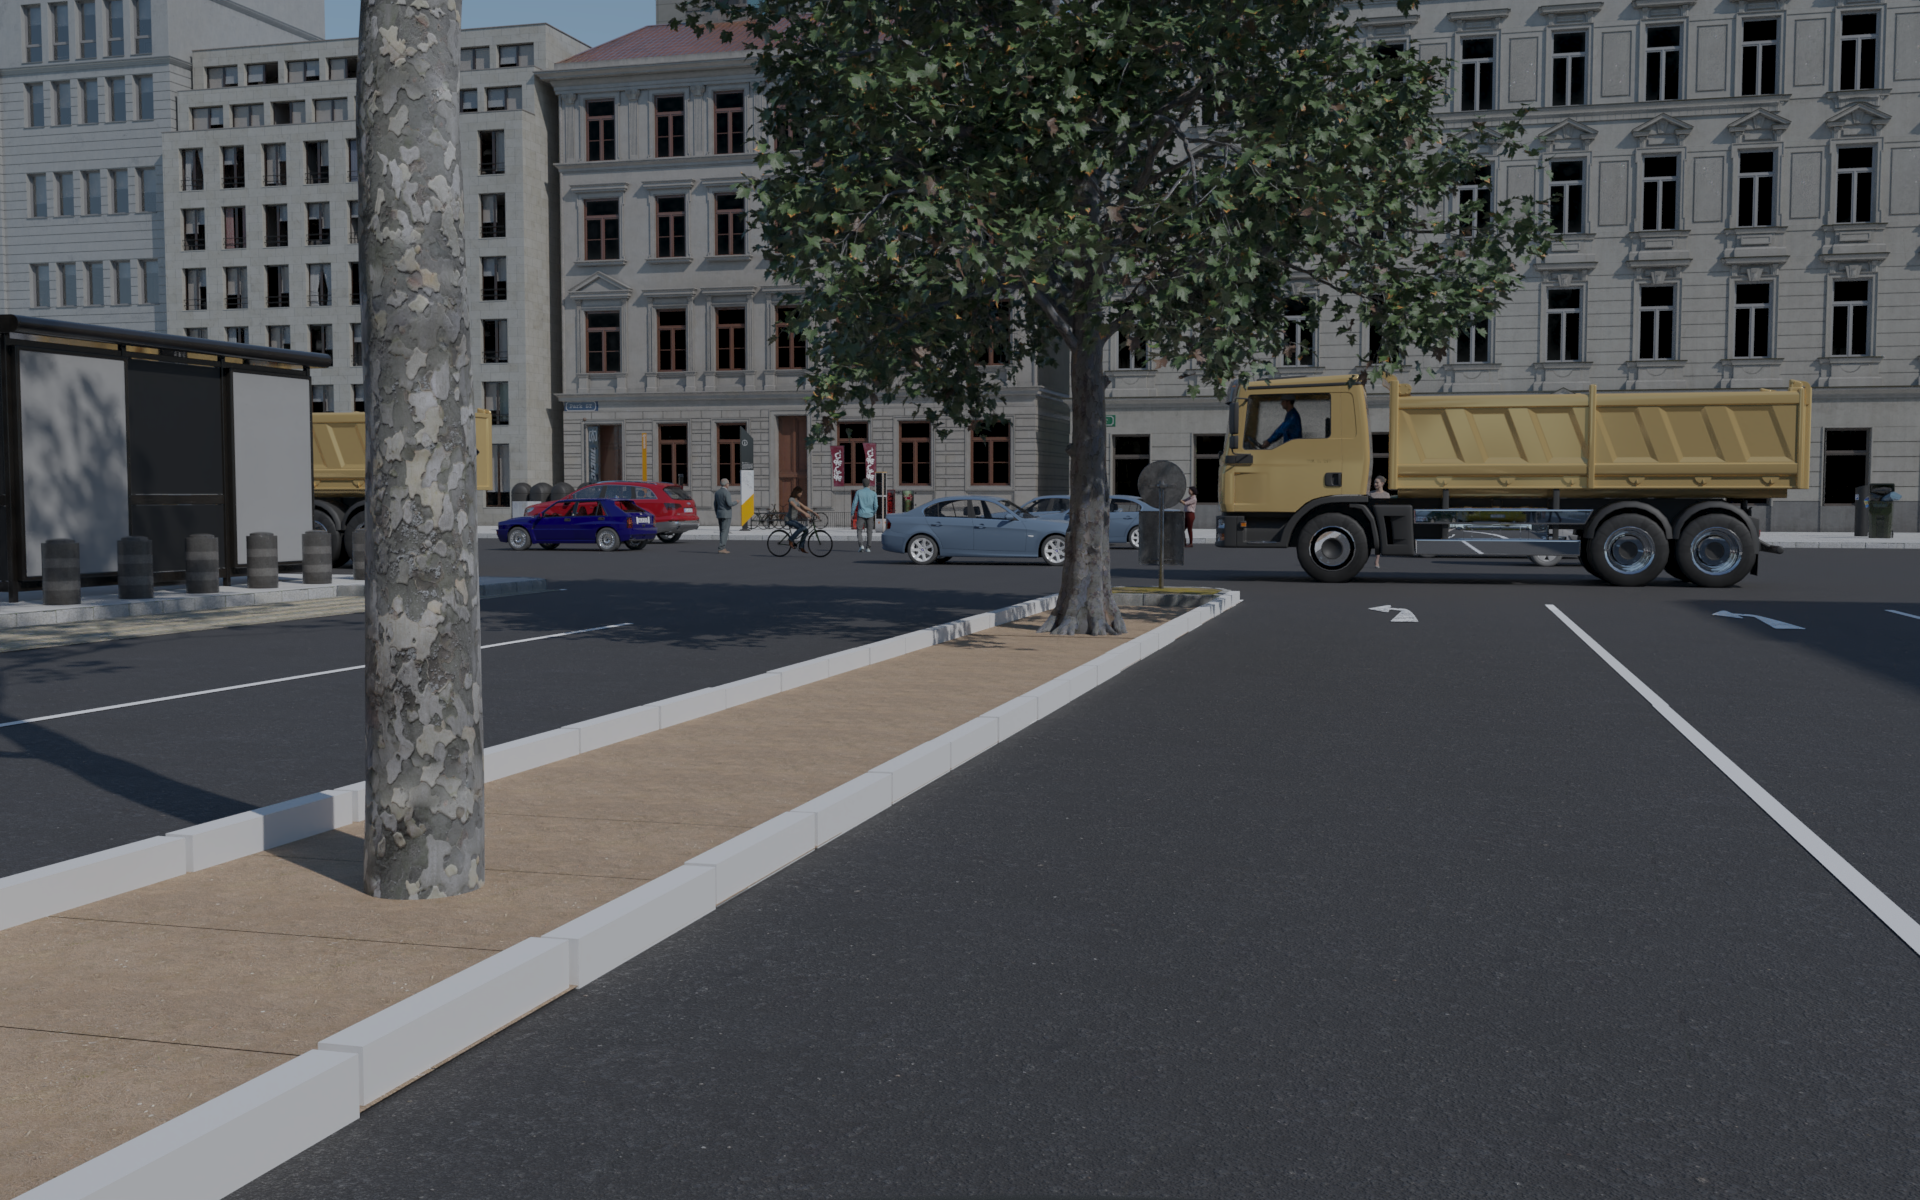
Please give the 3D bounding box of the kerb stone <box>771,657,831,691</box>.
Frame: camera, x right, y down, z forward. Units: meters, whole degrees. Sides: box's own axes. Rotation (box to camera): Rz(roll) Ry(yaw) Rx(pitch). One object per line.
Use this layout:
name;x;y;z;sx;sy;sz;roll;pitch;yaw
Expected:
kerb stone;-1.208;0.564;12.968;0.120;0.150;1.000;1;4;15

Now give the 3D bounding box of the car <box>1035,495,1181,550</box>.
car;3.621;-2.057;45.631;4.499;1.417;2.014;1;4;13

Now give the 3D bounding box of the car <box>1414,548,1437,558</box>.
car;12.004;-1.797;39.161;4.222;1.686;2.009;1;4;15

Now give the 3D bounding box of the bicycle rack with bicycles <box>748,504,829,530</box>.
bicycle rack with bicycles;-6.527;-3.026;62.852;2.925;0.926;2.852;1;4;16

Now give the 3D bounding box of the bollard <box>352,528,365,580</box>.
bollard;-8.889;-0.687;25.948;0.404;0.777;0.398;0;3;0

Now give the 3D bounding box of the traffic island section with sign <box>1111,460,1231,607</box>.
traffic island section with sign;2.571;-0.903;22.906;2.006;1.907;1.989;1;4;15

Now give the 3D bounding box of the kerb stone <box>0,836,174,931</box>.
kerb stone;-3.088;0.993;6.021;0.120;0.150;1.000;1;4;15

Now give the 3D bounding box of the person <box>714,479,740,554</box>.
person;-5.632;-2.029;41.847;0.590;1.801;0.661;-3;5;-45

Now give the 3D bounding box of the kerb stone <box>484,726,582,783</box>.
kerb stone;-2.271;0.810;9.003;0.120;0.150;1.000;1;4;15

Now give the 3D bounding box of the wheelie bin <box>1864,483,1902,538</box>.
wheelie bin;26.740;-2.587;50.213;0.980;1.594;0.693;2;4;32

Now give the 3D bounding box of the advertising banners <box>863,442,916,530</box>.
advertising banners;-2.411;-3.859;59.288;2.074;3.025;0.090;-2;4;-31

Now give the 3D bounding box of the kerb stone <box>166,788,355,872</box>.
kerb stone;-2.813;0.929;7.012;0.120;0.150;1.000;1;4;15

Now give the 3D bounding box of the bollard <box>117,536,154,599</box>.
bollard;-10.140;-0.402;21.296;0.404;0.777;0.398;0;3;0

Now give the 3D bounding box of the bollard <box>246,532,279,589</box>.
bollard;-9.517;-0.545;23.623;0.404;0.777;0.398;0;3;0

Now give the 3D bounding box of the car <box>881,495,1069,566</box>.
car;0.648;-1.437;35.492;4.499;1.417;2.014;1;4;13

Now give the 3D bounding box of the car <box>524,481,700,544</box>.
car;-10.284;-2.575;50.778;5.304;1.827;2.281;1;4;16

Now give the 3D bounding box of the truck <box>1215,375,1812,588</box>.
truck;8.328;-1.985;28.372;9.791;3.379;3.469;1;4;15

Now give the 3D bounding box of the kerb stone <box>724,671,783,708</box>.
kerb stone;-1.477;0.634;11.977;0.120;0.150;1.000;1;4;15

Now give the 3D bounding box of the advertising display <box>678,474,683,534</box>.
advertising display;-9.042;-3.114;56.131;0.123;1.923;0.974;-1;4;-11

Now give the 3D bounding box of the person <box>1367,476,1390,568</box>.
person;8.027;-1.507;33.483;0.599;1.781;0.374;1;4;10

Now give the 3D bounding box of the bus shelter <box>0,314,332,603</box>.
bus shelter;-11.537;-2.705;21.860;2.179;5.291;8.768;1;4;15

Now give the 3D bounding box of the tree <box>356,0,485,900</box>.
tree;-2.889;-9.080;6.803;12.611;20.169;13.585;0;3;0

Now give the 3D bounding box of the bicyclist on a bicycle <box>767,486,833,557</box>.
bicyclist on a bicycle;-3.630;-1.787;39.241;1.625;1.676;1.499;1;4;17

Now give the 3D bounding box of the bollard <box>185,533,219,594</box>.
bollard;-9.831;-0.474;22.462;0.404;0.777;0.398;0;3;0

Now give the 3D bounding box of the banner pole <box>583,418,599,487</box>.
banner pole;-12.095;-4.074;56.633;0.863;3.779;0.401;3;4;36

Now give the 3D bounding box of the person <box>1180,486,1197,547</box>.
person;6.065;-2.236;46.524;0.566;1.644;0.517;2;4;31

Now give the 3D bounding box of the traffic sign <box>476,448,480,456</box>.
traffic sign;-7.365;-1.322;25.263;0.795;2.450;0.064;1;4;15

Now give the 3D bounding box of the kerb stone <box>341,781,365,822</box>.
kerb stone;-2.539;0.871;8.012;0.120;0.150;1.000;1;4;15

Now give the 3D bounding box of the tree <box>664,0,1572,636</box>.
tree;1.337;-6.004;17.633;9.611;12.733;9.660;0;3;0

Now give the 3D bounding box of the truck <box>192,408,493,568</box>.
truck;-14.376;-2.377;34.781;9.791;3.379;3.469;1;4;14

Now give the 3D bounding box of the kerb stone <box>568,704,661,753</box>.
kerb stone;-2.007;0.747;9.995;0.120;0.150;1.000;1;4;15

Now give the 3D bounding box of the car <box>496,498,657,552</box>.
car;-9.794;-1.935;44.222;3.894;1.354;1.945;1;4;16

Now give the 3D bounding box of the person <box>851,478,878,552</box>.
person;-2.363;-2.103;42.906;0.660;1.820;0.620;-1;4;-13

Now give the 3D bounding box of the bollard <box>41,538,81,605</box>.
bollard;-10.450;-0.331;20.135;0.404;0.777;0.398;0;3;0

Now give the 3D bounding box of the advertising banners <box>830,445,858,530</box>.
advertising banners;-3.650;-4.040;62.236;2.074;3.025;0.090;0;4;6

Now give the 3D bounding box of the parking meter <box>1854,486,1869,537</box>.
parking meter;27.269;-2.689;52.370;0.372;1.533;0.369;0;3;0

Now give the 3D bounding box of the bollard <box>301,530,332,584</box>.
bollard;-9.204;-0.616;24.783;0.404;0.777;0.398;0;3;0

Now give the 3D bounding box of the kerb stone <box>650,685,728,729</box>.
kerb stone;-1.737;0.686;10.984;0.120;0.150;1.000;1;4;15

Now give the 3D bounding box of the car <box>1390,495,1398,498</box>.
car;11.558;-2.203;45.811;4.222;1.686;2.009;1;4;15

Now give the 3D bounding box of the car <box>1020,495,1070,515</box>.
car;2.425;-2.260;48.959;4.499;1.417;2.014;1;4;14

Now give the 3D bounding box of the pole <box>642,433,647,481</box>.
pole;-10.541;-3.918;57.907;0.158;3.312;0.155;0;3;0

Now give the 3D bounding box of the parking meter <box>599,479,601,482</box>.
parking meter;-14.227;-3.796;67.769;0.255;1.863;0.399;0;4;6
